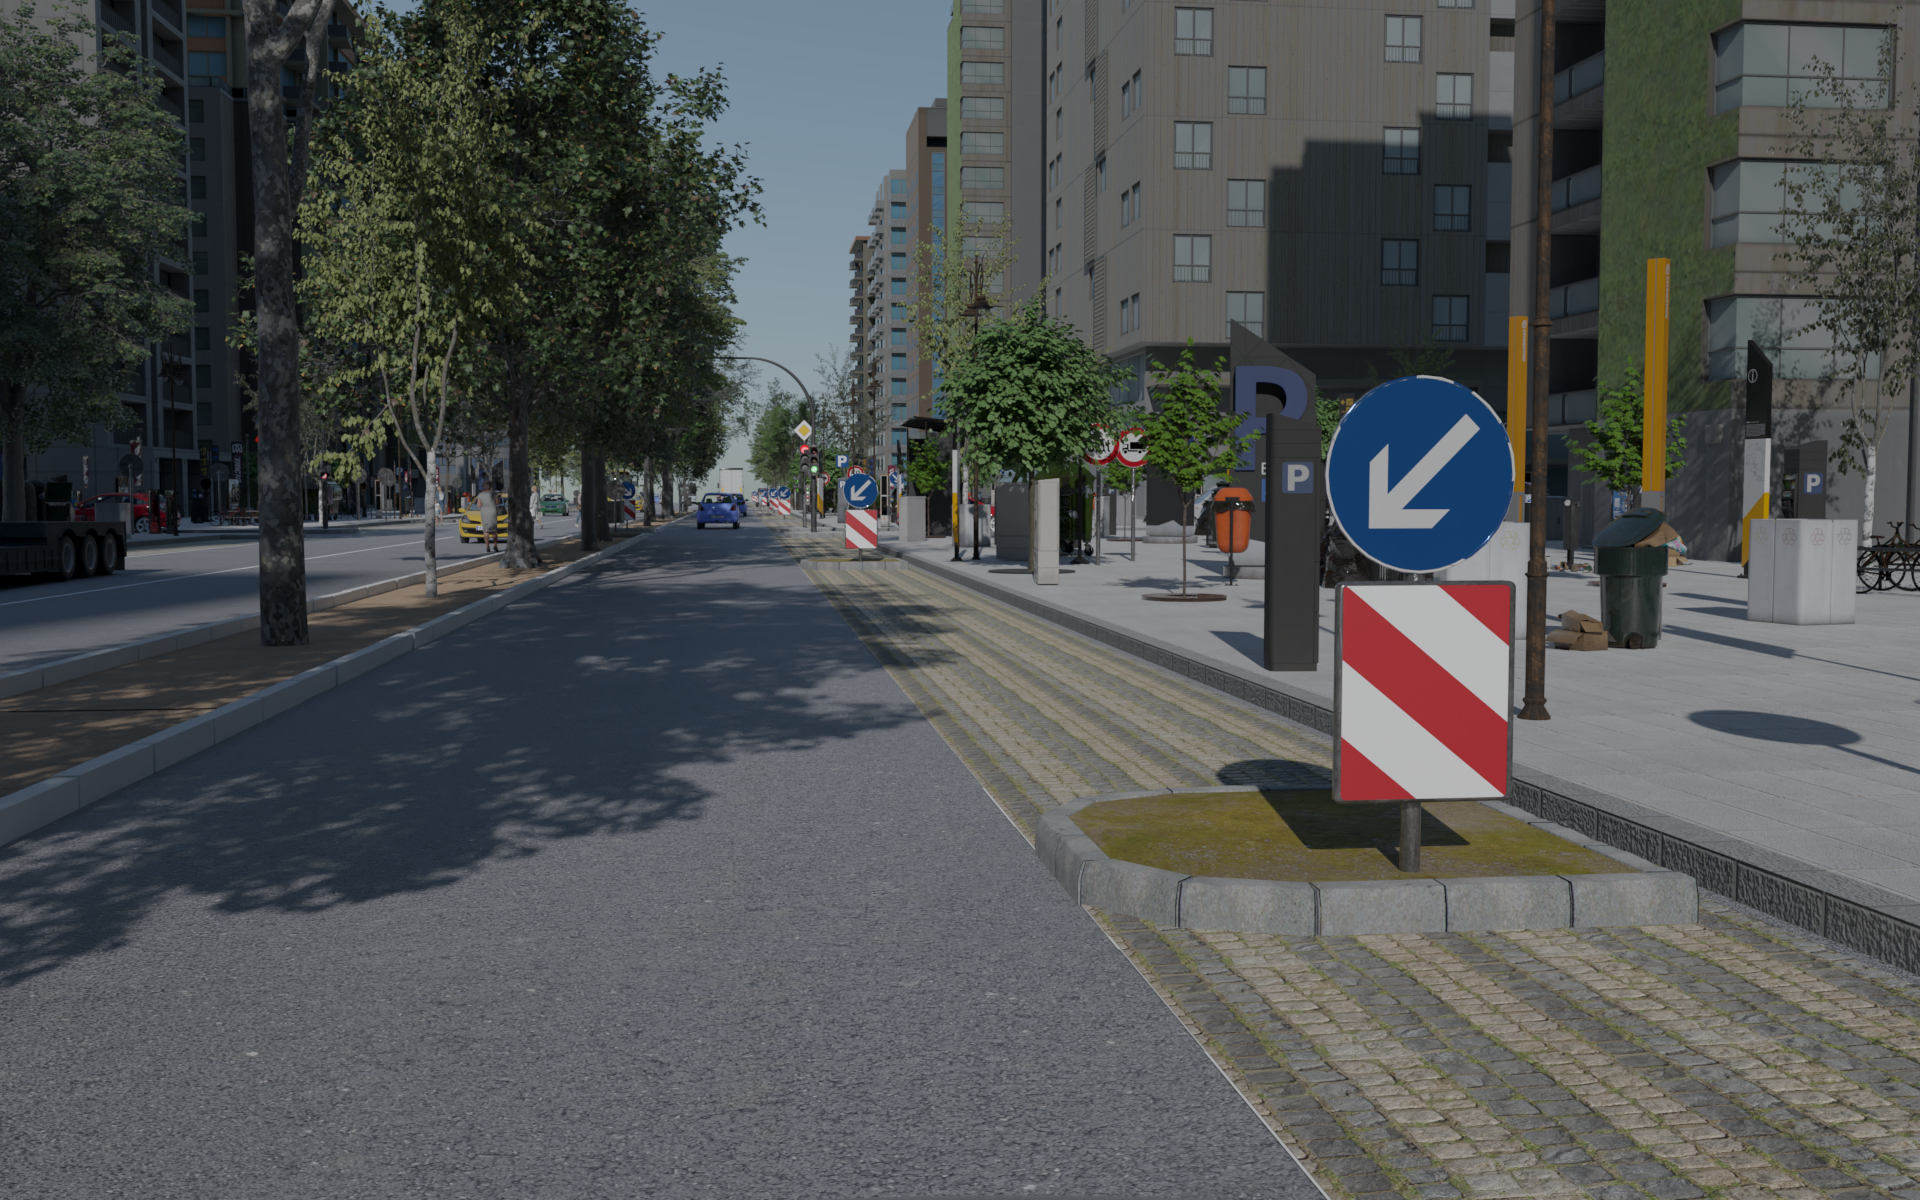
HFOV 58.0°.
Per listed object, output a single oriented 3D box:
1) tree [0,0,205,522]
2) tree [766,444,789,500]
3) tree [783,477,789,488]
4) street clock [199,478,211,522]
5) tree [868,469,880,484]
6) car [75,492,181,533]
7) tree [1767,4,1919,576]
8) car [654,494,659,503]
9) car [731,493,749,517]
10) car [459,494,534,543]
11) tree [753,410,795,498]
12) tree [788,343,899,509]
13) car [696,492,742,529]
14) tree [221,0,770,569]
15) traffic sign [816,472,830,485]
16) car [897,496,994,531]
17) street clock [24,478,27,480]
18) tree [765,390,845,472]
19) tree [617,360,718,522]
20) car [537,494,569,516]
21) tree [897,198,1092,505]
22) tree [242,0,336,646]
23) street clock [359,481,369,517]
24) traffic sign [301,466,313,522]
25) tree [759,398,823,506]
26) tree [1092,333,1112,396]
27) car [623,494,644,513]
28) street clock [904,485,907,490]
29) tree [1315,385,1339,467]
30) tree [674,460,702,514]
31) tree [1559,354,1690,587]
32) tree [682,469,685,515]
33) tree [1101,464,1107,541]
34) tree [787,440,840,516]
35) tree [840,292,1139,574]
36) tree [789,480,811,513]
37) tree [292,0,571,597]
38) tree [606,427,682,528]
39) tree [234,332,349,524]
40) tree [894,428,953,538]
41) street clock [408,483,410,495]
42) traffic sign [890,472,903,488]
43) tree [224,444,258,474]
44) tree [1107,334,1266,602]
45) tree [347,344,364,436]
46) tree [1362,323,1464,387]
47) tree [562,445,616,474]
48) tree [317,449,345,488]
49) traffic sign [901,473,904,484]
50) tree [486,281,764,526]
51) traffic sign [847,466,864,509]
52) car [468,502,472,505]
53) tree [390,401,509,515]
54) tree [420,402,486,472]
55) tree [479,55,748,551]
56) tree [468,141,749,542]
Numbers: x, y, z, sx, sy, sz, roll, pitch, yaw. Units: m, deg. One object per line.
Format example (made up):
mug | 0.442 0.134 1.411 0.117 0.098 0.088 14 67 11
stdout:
tree | -24.264 -8.390 43.838 9.857 13.997 8.962 0 3 0
tree | -19.601 -15.004 195.674 4.360 8.622 3.978 0 3 0
tree | -16.862 -11.059 175.414 1.663 3.219 1.824 0 3 0
street clock | -34.155 -4.517 78.431 0.471 2.002 0.358 -3 4 -37
tree | -5.880 -7.491 117.081 1.663 3.219 1.824 0 3 0
car | -29.530 -3.125 60.128 4.494 1.783 2.155 0 4 -7
tree | 14.549 -4.696 27.135 4.360 8.622 3.978 0 3 0
car | -45.642 -15.265 259.173 1.945 1.707 3.694 0 4 -8
car | -14.551 -6.221 111.309 1.945 1.707 3.694 0 4 -6
car | -13.806 -2.534 51.662 2.015 1.641 3.980 0 4 -5
tree | -25.380 -19.239 232.691 7.486 12.596 7.792 0 3 0
tree | -5.349 -8.188 84.232 4.360 8.622 3.978 0 3 0
car | -10.019 -3.812 71.913 1.945 1.707 3.694 0 4 -6
tree | -8.486 -6.946 33.039 9.611 12.733 9.660 0 3 0
traffic sign | -7.874 -6.090 99.676 0.768 2.556 0.104 0 4 -4
car | -0.058 -3.302 63.020 4.494 1.783 2.155 0 4 -8
street clock | -41.934 -4.468 77.626 0.358 2.002 0.471 -2 4 -34
tree | -13.924 -13.454 154.393 7.601 10.594 8.767 1 4 12
tree | -15.799 -9.780 88.116 9.928 11.665 9.643 0 3 0
car | -26.451 -6.167 112.622 2.131 1.459 4.920 -1 4 -9
tree | 0.352 -5.746 44.314 4.737 8.622 4.395 0 3 0
tree | -5.081 -9.587 15.093 12.611 20.169 13.585 0 3 0
street clock | -32.645 -5.524 94.894 0.471 2.002 0.358 1 4 19
traffic sign | -29.711 -4.806 78.681 0.768 2.556 0.104 0 4 -1
tree | -17.928 -15.879 185.372 9.928 11.665 9.643 0 3 0
tree | 5.180 -7.920 79.858 4.737 8.622 4.395 0 3 0
car | -25.472 -7.628 134.939 2.015 1.641 3.980 0 4 -6
street clock | -4.292 -8.227 139.089 0.358 2.002 0.471 2 4 29
tree | 10.186 -4.053 49.973 4.285 4.588 4.351 0 3 0
tree | -20.374 -10.583 125.853 4.360 8.622 3.978 0 3 0
tree | 9.158 -1.800 24.037 1.663 3.219 1.824 0 3 0
tree | -18.124 -9.354 105.751 4.737 8.622 4.395 0 3 0
tree | 4.447 -3.223 47.293 1.663 3.219 1.824 0 3 0
tree | -7.497 -7.289 102.892 4.285 4.588 4.351 0 3 0
tree | 1.114 -2.729 28.340 4.285 4.588 4.351 0 3 0
tree | -10.605 -7.705 120.575 1.663 3.219 1.824 0 3 0
tree | -7.398 -4.352 23.978 4.737 8.622 4.395 0 3 0
tree | -13.328 -7.026 67.690 4.737 8.622 4.395 0 3 0
tree | -26.393 -7.211 68.259 4.360 8.622 3.978 0 3 0
tree | -0.823 -3.417 50.468 1.663 3.219 1.824 0 3 0
street clock | -36.321 -6.675 113.707 0.358 2.002 0.471 2 4 31
traffic sign | -3.617 -6.018 98.497 0.768 2.556 0.104 0 4 1
tree | -46.896 -7.926 113.311 4.285 4.588 4.351 0 3 0
tree | 2.862 -1.612 20.957 1.663 3.219 1.824 0 3 0
tree | -27.465 -7.579 74.282 4.360 8.622 3.978 0 3 0
tree | 19.382 -7.555 73.890 4.737 8.622 4.395 0 3 0
tree | -42.564 -16.108 197.780 8.767 10.594 7.601 -1 4 -17
tree | -43.950 -8.356 120.330 4.285 4.588 4.351 0 3 0
traffic sign | -3.651 -6.224 101.876 0.768 2.556 0.104 0 4 -3
tree | -13.916 -10.009 76.479 12.009 13.543 11.850 0 3 0
traffic sign | -4.672 -4.741 77.626 0.768 2.556 0.104 0 4 -3
car | -23.062 -4.471 85.095 2.014 1.417 4.499 0 4 -6
tree | -30.568 -10.356 103.734 7.601 10.594 8.767 -1 4 -9
tree | -33.978 -13.106 124.649 12.009 13.543 11.850 0 3 0
tree | -9.169 -7.472 42.754 7.486 12.596 7.792 0 3 0
tree | -10.735 -8.699 51.338 9.857 13.997 8.962 0 3 0
